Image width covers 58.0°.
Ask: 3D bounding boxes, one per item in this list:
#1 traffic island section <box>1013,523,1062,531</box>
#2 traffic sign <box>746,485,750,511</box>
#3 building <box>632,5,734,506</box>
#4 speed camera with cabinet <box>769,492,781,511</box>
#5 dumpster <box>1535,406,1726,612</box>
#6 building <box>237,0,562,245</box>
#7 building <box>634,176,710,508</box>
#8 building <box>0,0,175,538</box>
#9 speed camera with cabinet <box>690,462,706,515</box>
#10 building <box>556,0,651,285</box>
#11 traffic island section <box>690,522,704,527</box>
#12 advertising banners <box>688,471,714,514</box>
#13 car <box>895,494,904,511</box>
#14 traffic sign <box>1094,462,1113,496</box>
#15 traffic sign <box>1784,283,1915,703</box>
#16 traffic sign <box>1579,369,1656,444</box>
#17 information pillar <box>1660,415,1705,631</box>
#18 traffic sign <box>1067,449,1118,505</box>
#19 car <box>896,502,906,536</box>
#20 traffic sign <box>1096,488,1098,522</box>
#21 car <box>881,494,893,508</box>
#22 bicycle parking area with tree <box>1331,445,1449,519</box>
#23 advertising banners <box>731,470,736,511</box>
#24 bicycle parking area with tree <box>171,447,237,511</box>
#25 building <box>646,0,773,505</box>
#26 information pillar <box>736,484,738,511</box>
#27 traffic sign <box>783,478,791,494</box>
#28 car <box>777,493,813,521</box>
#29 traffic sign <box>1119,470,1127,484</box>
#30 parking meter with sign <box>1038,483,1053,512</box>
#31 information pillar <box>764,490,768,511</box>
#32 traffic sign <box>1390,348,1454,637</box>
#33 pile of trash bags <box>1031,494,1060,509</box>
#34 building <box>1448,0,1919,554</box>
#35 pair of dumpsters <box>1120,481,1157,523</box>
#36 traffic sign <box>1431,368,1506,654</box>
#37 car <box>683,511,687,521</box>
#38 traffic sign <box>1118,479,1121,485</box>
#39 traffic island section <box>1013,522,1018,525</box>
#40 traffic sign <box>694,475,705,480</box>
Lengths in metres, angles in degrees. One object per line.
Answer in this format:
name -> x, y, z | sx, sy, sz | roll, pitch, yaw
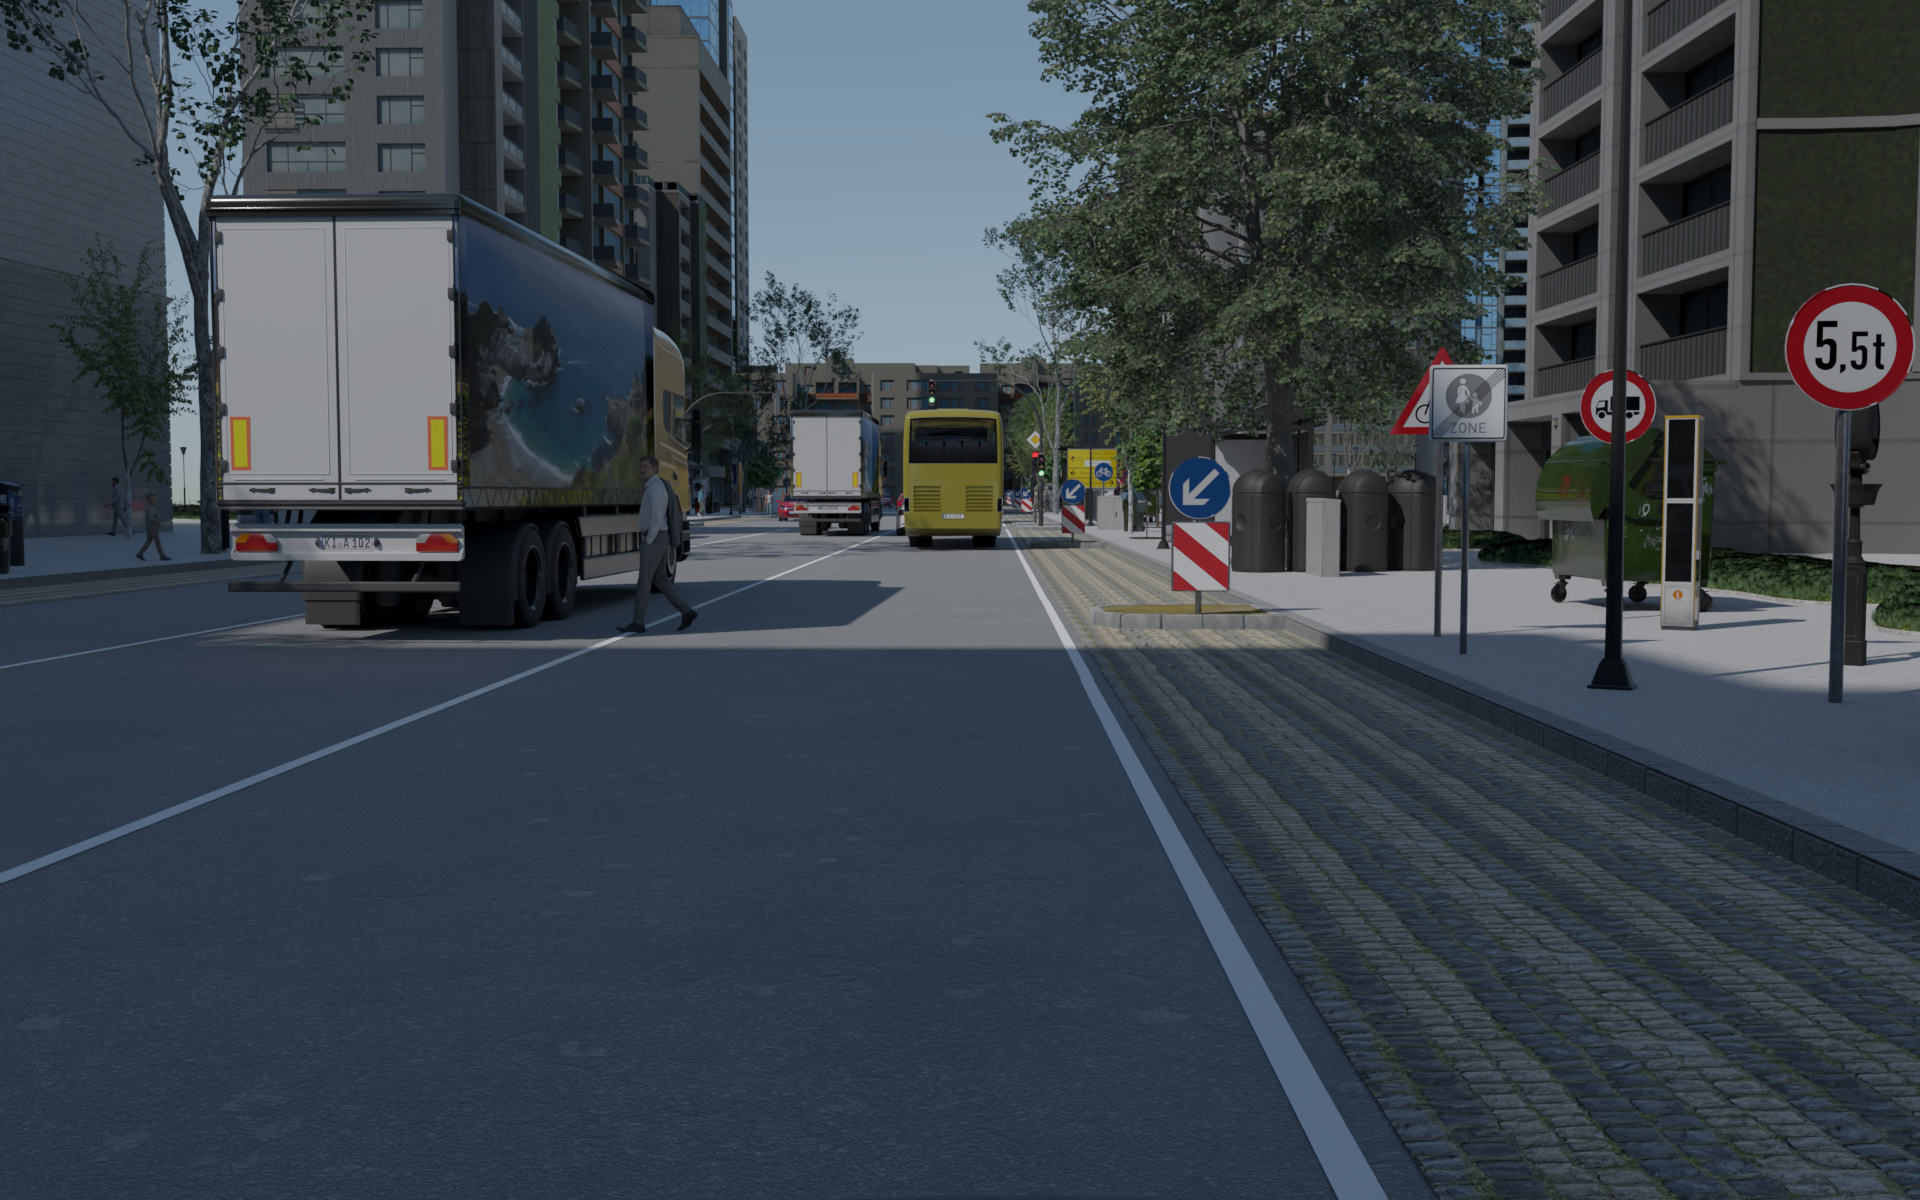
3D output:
traffic island section -> 3.242, -2.863, 69.090 | 2.009, 0.180, 2.903 | 0, 4, 1
traffic sign -> -15.578, -7.842, 128.326 | 0.768, 2.556, 0.104 | 1, 4, 9
building -> -35.475, -33.846, 177.079 | 21.300, 48.544, 21.600 | 0, 4, 1
speed camera with cabinet -> -14.604, -8.462, 132.682 | 0.660, 3.252, 2.038 | 2, 4, 33
dumpster -> 7.557, -1.046, 19.597 | 1.502, 2.255, 1.985 | 0, 4, 1
building -> -31.635, -25.451, 99.724 | 14.154, 41.232, 14.086 | 0, 4, 1
building -> -31.312, -23.725, 159.608 | 14.160, 30.474, 14.107 | 0, 4, 1
building -> -41.727, -16.864, 53.224 | 29.804, 29.767, 11.434 | 0, 4, 1
speed camera with cabinet -> -16.829, -6.942, 107.834 | 2.038, 3.252, 0.660 | 1, 4, 19
building -> -35.527, -29.020, 129.103 | 22.147, 44.769, 28.867 | 0, 4, 1
traffic island section -> -12.568, -3.367, 77.334 | 2.009, 0.180, 2.903 | 0, 4, 1
advertising banners -> -16.807, -7.045, 111.378 | 2.074, 3.025, 0.090 | 1, 4, 18
car -> -3.988, -7.699, 134.926 | 2.155, 1.783, 4.494 | 0, 4, -1
traffic sign -> 5.793, -4.268, 69.888 | 0.768, 2.556, 0.104 | 1, 4, 8
traffic sign -> 5.387, -0.641, 10.580 | 0.768, 2.556, 0.104 | 0, 4, 4
traffic sign -> 6.681, -1.075, 17.681 | 0.768, 2.556, 0.104 | 0, 4, 2
information pillar -> 6.819, -0.725, 16.354 | 0.304, 2.012, 0.304 | 2, 4, 32
traffic sign -> 5.920, -5.121, 77.604 | 2.265, 3.308, 0.079 | 0, 4, 5
car -> -1.218, -2.971, 60.939 | 2.083, 1.381, 4.827 | 0, 4, 2
traffic sign -> 6.303, -4.870, 79.733 | 0.768, 2.556, 0.104 | 0, 4, 2
car -> -7.964, -10.477, 180.332 | 2.155, 1.783, 4.494 | 0, 4, 1
bicycle parking area with tree -> 25.349, -7.154, 103.967 | 9.016, 4.147, 8.231 | -1, 4, -15
advertising banners -> -16.834, -8.147, 129.387 | 0.090, 3.025, 2.074 | 0, 4, 5
bicycle parking area with tree -> -44.556, -7.204, 104.783 | 8.231, 4.147, 9.016 | 2, 4, 27
building -> -39.303, -54.594, 205.287 | 31.000, 86.520, 22.319 | 0, 4, 1
information pillar -> -16.412, -7.576, 128.366 | 0.304, 2.012, 0.304 | -1, 4, -13
traffic sign -> -13.361, -8.187, 133.968 | 0.768, 2.556, 0.104 | 1, 4, 10
car -> -8.616, -5.069, 91.915 | 2.155, 1.783, 4.494 | 0, 4, -1
traffic sign -> 8.738, -5.581, 91.352 | 0.768, 2.556, 0.104 | 0, 4, 1
parking meter with sign -> 6.322, -7.644, 121.248 | 1.738, 3.016, 0.543 | 0, 4, -5
information pillar -> -14.634, -8.473, 129.888 | 0.504, 3.616, 0.183 | 0, 4, 6
traffic sign -> 4.288, -0.947, 15.485 | 0.884, 2.594, 0.081 | 1, 4, 10
pile of trash bags -> 7.798, -8.553, 149.599 | 3.447, 1.369, 1.912 | 1, 4, 15
building -> 24.758, -36.780, 39.600 | 20.563, 71.187, 20.611 | 0, 4, 1
pair of dumpsters -> 8.168, -4.636, 78.299 | 1.574, 2.255, 4.437 | 0, 4, 1
traffic sign -> 4.033, -0.715, 13.815 | 0.606, 2.300, 0.079 | 0, 4, 4
car -> -10.004, -2.663, 55.905 | 2.083, 1.381, 4.827 | 0, 4, 1
traffic sign -> 9.126, -5.955, 97.475 | 0.768, 2.556, 0.104 | 0, 4, 7
traffic island section -> 3.371, -3.351, 77.074 | 2.009, 0.180, 2.903 | 0, 4, 1
traffic sign -> -17.027, -6.918, 113.220 | 0.768, 2.556, 0.104 | 1, 4, 9
